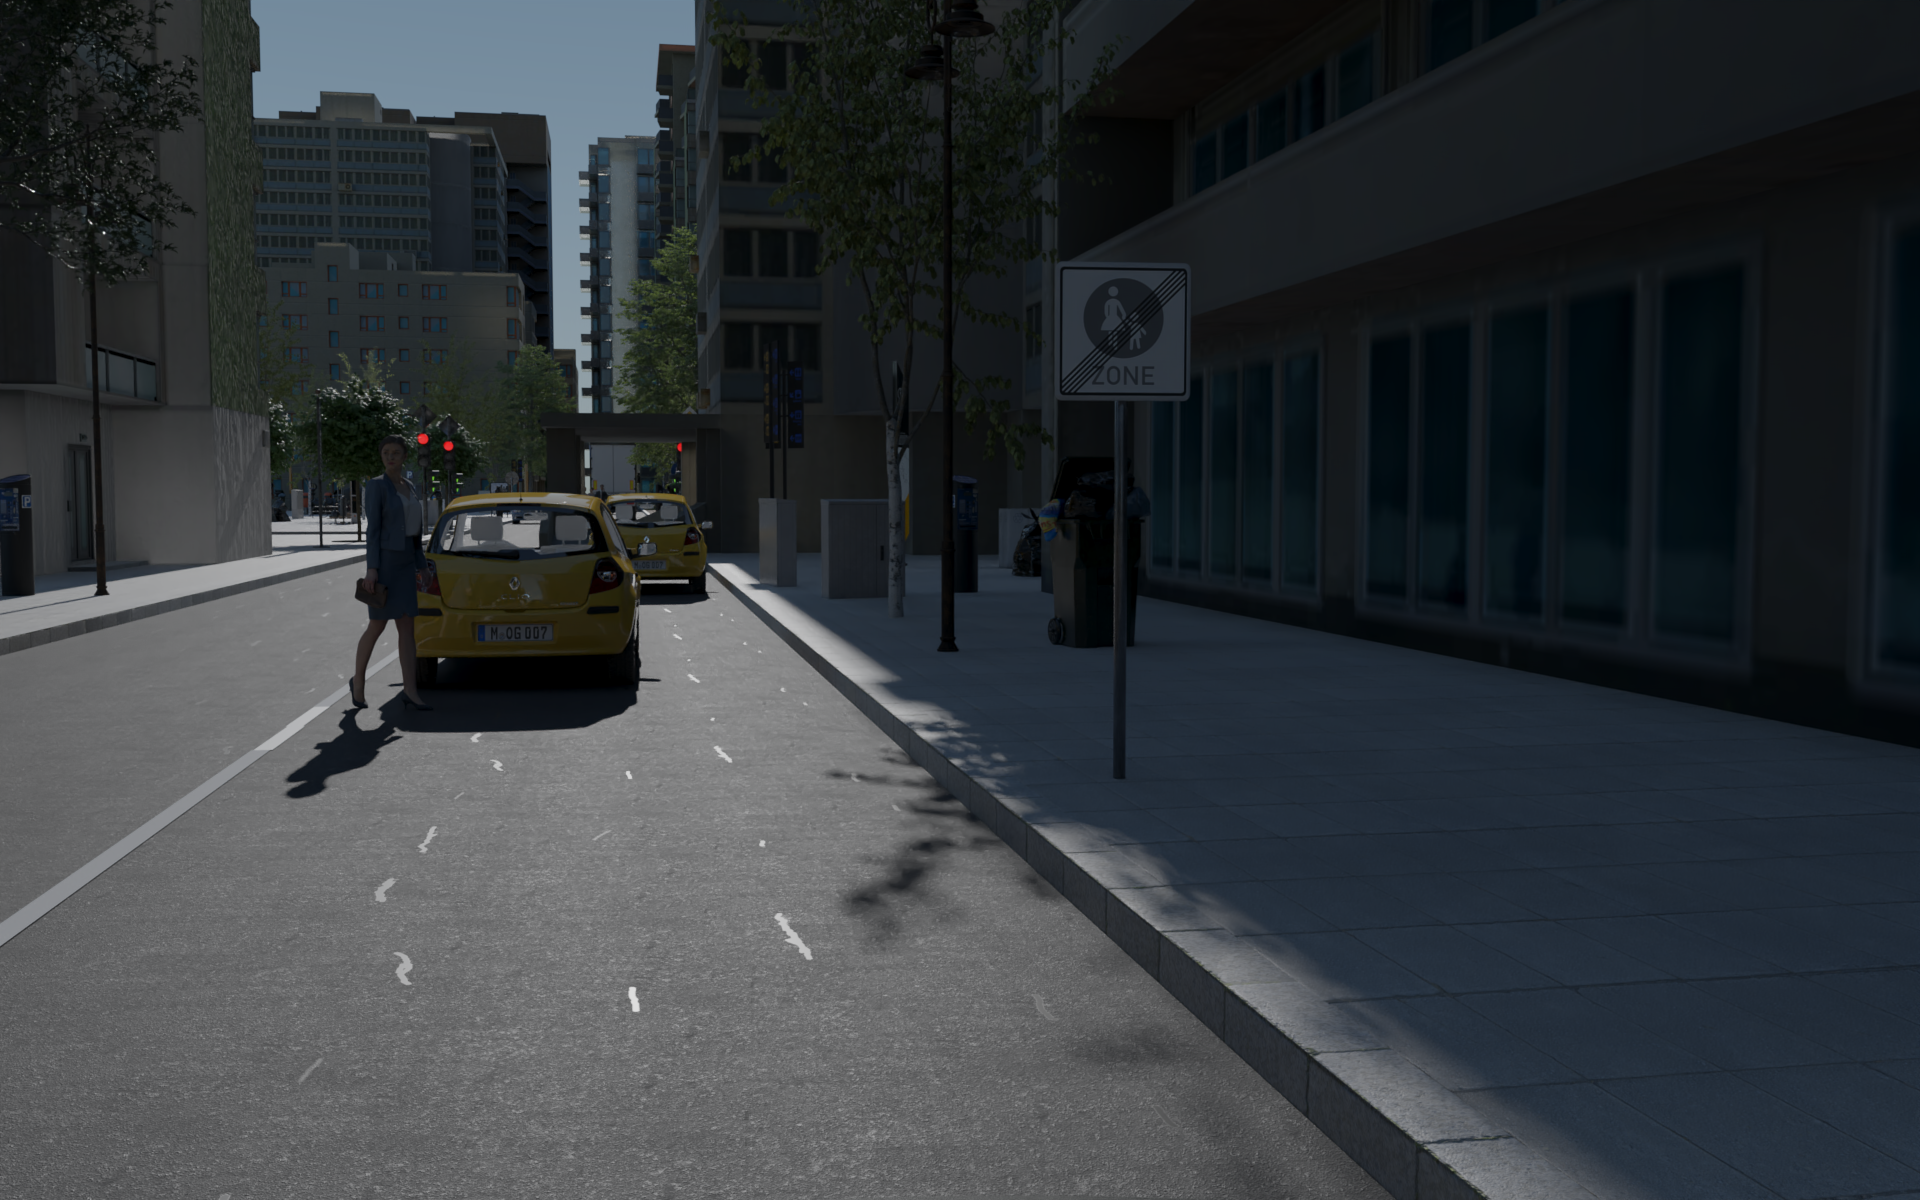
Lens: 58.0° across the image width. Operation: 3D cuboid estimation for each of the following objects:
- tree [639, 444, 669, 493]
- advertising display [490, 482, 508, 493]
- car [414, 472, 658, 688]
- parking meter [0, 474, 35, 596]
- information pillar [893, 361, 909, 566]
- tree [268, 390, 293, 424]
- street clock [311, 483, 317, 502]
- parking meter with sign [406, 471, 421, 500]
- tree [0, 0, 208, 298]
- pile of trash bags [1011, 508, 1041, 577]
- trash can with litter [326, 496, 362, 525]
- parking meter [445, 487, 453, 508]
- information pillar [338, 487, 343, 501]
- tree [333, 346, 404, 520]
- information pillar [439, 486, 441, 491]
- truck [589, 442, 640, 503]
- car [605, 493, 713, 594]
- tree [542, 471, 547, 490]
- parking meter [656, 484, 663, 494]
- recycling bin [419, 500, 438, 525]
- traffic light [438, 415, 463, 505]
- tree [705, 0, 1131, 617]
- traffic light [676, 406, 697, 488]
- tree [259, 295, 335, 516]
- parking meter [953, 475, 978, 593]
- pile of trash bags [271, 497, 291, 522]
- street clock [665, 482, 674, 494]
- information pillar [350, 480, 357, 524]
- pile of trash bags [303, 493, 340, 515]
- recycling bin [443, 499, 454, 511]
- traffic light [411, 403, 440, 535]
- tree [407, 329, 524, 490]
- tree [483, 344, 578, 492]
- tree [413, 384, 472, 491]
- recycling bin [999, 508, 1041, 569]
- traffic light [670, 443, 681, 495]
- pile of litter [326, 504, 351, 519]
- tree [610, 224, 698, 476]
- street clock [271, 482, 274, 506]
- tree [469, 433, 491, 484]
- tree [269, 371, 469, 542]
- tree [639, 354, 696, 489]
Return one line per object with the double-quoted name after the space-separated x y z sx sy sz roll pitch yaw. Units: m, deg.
-19.625 -10.088 115.297 4.737 8.622 4.395 0 3 0 "tree"
-25.234 -5.483 94.863 0.974 1.923 0.123 -2 4 -27 "advertising display"
-3.522 -0.251 14.322 2.015 1.641 3.980 -1 4 -10 "car"
-11.906 -0.822 21.855 0.372 1.533 0.369 0 3 0 "parking meter"
-1.059 -2.418 30.887 0.183 3.616 0.504 2 4 25 "information pillar"
-47.016 -10.224 117.525 4.360 8.622 3.978 0 3 0 "tree"
-43.315 -6.815 116.000 0.471 2.002 0.358 0 4 5 "street clock"
-41.468 -8.313 132.185 0.543 3.016 1.738 1 4 17 "parking meter with sign"
-10.293 -4.925 14.943 7.601 10.594 8.767 -1 4 -20 "tree"
2.631 -1.068 27.207 3.447 1.369 1.912 -1 4 -21 "pile of trash bags"
-25.963 -3.766 72.624 1.678 1.210 2.233 -1 4 -20 "trash can with litter"
-22.052 -4.222 74.733 0.255 1.863 0.399 0 4 3 "parking meter"
-45.139 -7.442 126.162 0.304 2.012 0.304 0 4 -7 "information pillar"
-29.858 -8.326 86.490 4.360 8.622 3.978 0 3 0 "tree"
-26.872 -5.172 89.047 0.304 2.012 0.304 -2 4 -26 "information pillar"
-19.296 -6.597 96.776 2.839 4.237 11.283 -1 4 -11 "truck"
-4.737 -0.978 26.210 2.015 1.641 3.980 -1 4 -10 "car"
-44.574 -12.676 190.973 4.285 4.588 4.351 0 3 0 "tree"
-17.990 -5.990 103.639 0.255 1.863 0.399 3 5 40 "parking meter"
-21.899 -3.575 71.013 0.722 1.027 0.722 2 4 31 "recycling bin"
-18.117 -4.443 61.567 0.839 4.253 0.868 -1 4 -11 "traffic light"
-0.603 -4.112 17.602 4.737 8.622 4.395 0 3 0 "tree"
-8.631 -4.059 55.290 0.839 4.253 0.868 -1 4 -11 "traffic light"
-25.513 -6.872 62.724 4.737 8.622 4.395 0 3 0 "tree"
0.051 -0.867 22.593 0.372 1.533 0.369 0 3 0 "parking meter"
-32.663 -4.312 80.258 3.447 1.369 1.912 2 4 32 "pile of trash bags"
-17.050 -5.945 101.772 0.471 2.002 0.358 -2 4 -35 "street clock"
-26.066 -4.284 74.543 0.304 2.012 0.304 -1 4 -23 "information pillar"
-39.877 -5.974 107.434 1.912 1.369 3.447 0 4 4 "pile of trash bags"
-25.523 -4.542 86.821 0.722 1.027 0.722 -2 4 -23 "recycling bin"
-16.590 -3.964 53.729 0.839 4.253 0.868 -1 4 -11 "traffic light"
-23.024 -7.823 78.276 4.737 8.622 4.395 0 3 0 "tree"
-32.158 -13.014 130.913 7.486 12.596 7.792 0 3 0 "tree"
-34.390 -10.112 115.691 4.360 8.622 3.978 0 3 0 "tree"
1.098 -1.072 30.075 0.722 1.027 0.722 -1 4 -12 "recycling bin"
-10.158 -4.539 63.128 0.839 4.253 0.868 -1 4 -11 "traffic light"
-32.018 -4.652 90.027 1.719 0.858 1.176 -1 4 -17 "pile of litter"
-10.877 -9.487 73.245 7.486 12.596 7.792 0 3 0 "tree"
-37.737 -5.510 94.653 0.471 2.002 0.358 0 4 -8 "street clock"
-20.266 -5.157 68.032 4.285 4.588 4.351 0 3 0 "tree"
-16.209 -3.841 46.509 4.285 4.588 4.351 0 3 0 "tree"
-13.883 -8.284 85.812 4.360 8.622 3.978 0 3 0 "tree"
